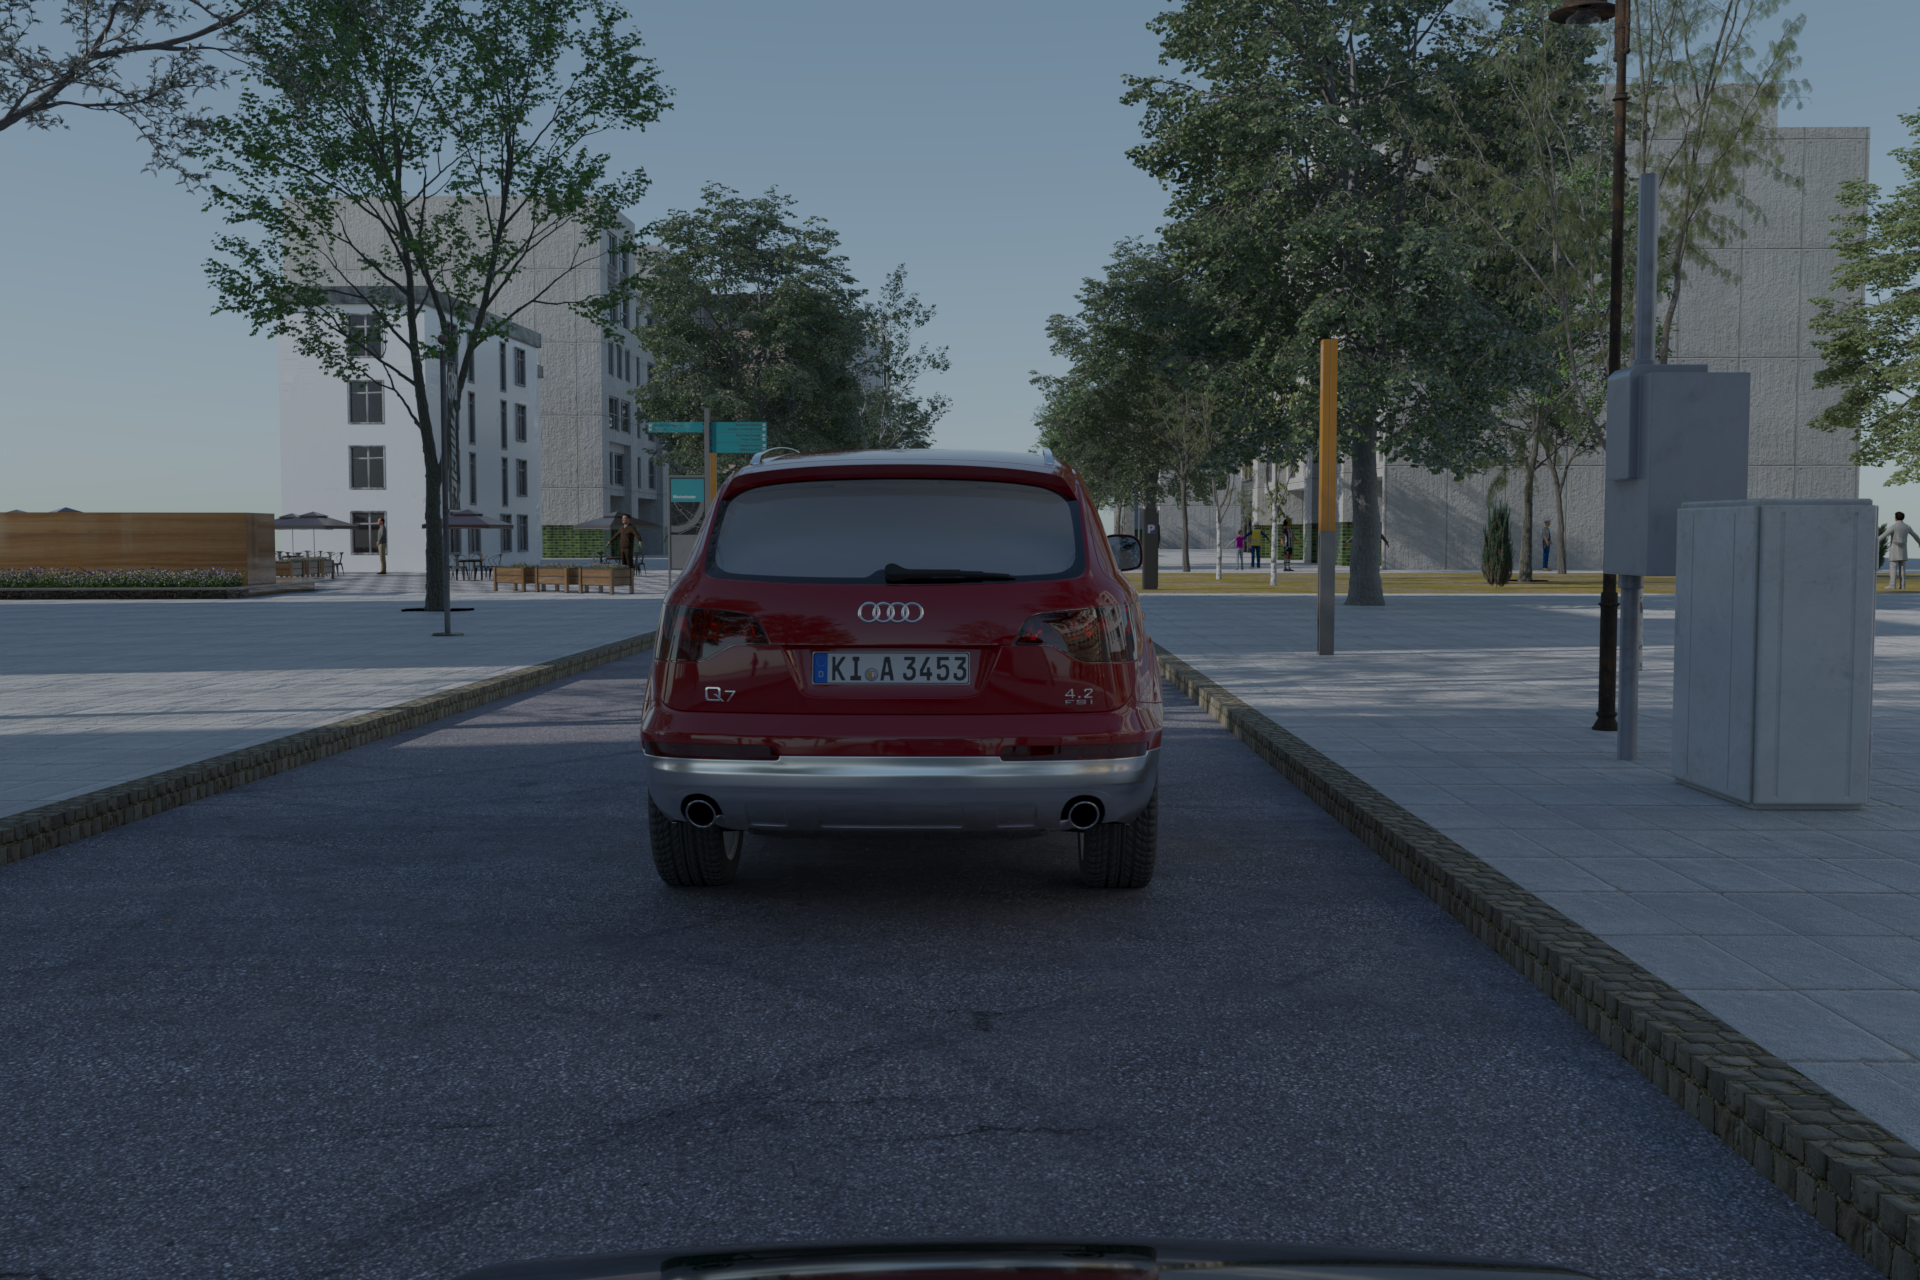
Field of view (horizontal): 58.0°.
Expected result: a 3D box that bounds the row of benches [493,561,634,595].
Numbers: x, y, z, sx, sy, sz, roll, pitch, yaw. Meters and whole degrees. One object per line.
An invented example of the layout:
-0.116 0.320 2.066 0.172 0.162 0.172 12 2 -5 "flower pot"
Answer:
-8.671 -1.376 37.958 4.104 0.672 1.422 3 4 37 "row of benches"

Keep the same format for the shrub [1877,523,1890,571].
27.473 -2.987 52.872 1.661 2.075 1.752 0 3 0 "shrub"

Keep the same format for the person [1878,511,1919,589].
21.835 -2.089 40.339 1.347 1.806 0.705 0 4 -4 "person"

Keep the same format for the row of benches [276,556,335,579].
-17.996 -1.958 47.481 1.422 0.672 4.104 0 4 -4 "row of benches"

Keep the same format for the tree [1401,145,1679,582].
15.426 -7.382 46.455 9.928 11.665 9.643 0 3 0 "tree"

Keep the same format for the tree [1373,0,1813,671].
6.365 -4.003 15.806 4.360 8.622 3.978 0 3 0 "tree"

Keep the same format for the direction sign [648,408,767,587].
-5.360 -2.976 37.412 2.525 3.948 1.411 0 4 0 "direction sign"

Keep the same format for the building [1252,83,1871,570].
23.799 -12.868 76.851 16.747 18.905 31.486 0 4 1 "building"

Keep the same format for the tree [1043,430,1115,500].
8.988 -12.099 132.224 8.767 10.594 7.601 3 5 44 "tree"

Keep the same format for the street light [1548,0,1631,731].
4.235 -2.347 11.169 0.468 5.910 1.993 0 4 1 "street light"

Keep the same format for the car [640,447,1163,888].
-0.185 0.006 8.569 2.281 1.827 5.304 0 4 1 "car"

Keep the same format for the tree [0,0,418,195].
-8.324 -6.178 11.382 12.009 13.543 11.850 0 3 0 "tree"

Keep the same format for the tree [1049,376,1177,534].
8.519 -9.778 94.276 8.767 10.594 7.601 1 4 15 "tree"

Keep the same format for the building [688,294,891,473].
-21.467 -19.564 163.853 27.936 21.610 32.646 0 4 1 "building"

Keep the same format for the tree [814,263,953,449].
-6.191 -16.318 122.688 12.611 20.169 13.585 0 3 0 "tree"

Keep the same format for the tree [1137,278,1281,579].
7.497 -6.036 49.059 4.360 8.622 3.978 0 3 0 "tree"

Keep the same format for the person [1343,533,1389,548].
11.198 -2.536 47.594 1.348 1.813 0.705 -1 4 -11 "person"

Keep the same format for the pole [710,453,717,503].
-5.483 -2.730 38.483 0.158 3.312 0.155 0 3 0 "pole"

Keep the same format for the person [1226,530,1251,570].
9.919 -3.200 61.584 0.991 1.433 0.599 -1 4 -16 "person"

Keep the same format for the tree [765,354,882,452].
-7.195 -9.129 83.679 8.767 10.594 7.601 2 4 29 "tree"

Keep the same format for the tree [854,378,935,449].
-6.713 -14.184 138.569 9.857 13.997 8.962 0 3 0 "tree"

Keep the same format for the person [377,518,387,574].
-18.462 -2.996 55.261 0.705 1.796 1.348 -1 4 -16 "person"

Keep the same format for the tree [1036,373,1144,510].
8.437 -11.123 107.611 9.928 11.665 9.643 0 3 0 "tree"

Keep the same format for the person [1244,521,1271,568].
11.030 -3.562 64.704 1.216 1.772 0.721 0 4 -4 "person"

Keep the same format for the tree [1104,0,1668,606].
7.255 -7.588 30.726 9.857 13.997 8.962 0 3 0 "tree"

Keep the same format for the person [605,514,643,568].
-8.725 -2.393 45.261 1.346 1.812 0.704 3 4 36 "person"

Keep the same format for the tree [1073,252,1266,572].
7.329 -7.575 58.267 7.601 10.594 8.767 -1 4 -12 "tree"

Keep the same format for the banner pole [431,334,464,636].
-6.481 -1.958 22.036 0.401 3.779 0.863 0 4 1 "banner pole"

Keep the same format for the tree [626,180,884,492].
-7.386 -9.492 61.856 9.857 13.997 8.962 0 3 0 "tree"

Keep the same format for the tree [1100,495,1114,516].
22.524 -19.723 232.832 12.009 13.543 11.850 0 3 0 "tree"

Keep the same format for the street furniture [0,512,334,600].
-18.745 -1.815 36.534 9.812 1.723 11.010 0 4 -5 "street furniture"

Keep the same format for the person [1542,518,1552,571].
20.504 -3.340 60.459 0.705 1.847 1.347 2 4 24 "person"

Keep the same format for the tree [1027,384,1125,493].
8.368 -11.738 117.674 9.928 11.665 9.643 0 3 0 "tree"

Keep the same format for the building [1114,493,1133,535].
28.145 -22.873 204.897 19.493 23.208 18.063 0 4 1 "building"

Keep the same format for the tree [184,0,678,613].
-8.648 -6.293 28.647 9.928 11.665 9.643 0 3 0 "tree"

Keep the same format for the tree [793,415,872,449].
-7.373 -8.642 91.658 4.360 8.622 3.978 0 3 0 "tree"

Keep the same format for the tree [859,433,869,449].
-6.607 -9.216 101.050 4.737 8.622 4.395 0 3 0 "tree"

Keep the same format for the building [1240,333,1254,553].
28.809 -17.167 111.609 19.493 23.208 18.063 0 4 1 "building"

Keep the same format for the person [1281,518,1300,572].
11.271 -3.257 59.391 0.704 1.843 1.345 3 4 36 "person"

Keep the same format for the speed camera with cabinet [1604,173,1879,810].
3.963 -0.892 8.927 0.660 3.252 2.038 0 4 1 "speed camera with cabinet"

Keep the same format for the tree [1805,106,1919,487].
25.803 -7.735 44.596 7.486 12.596 7.792 0 3 0 "tree"

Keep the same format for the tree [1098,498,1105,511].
9.136 -12.803 143.735 8.767 10.594 7.601 0 4 -3 "tree"

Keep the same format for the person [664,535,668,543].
-11.707 -3.962 71.576 1.217 1.733 0.721 1 4 18 "person"

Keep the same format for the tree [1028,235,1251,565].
7.782 -10.086 71.559 9.857 13.997 8.962 0 3 0 "tree"

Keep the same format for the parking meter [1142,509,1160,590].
4.420 -2.100 40.044 0.399 1.863 0.255 0 4 2 "parking meter"

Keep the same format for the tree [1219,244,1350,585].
8.099 -5.675 43.154 4.737 8.622 4.395 0 3 0 "tree"

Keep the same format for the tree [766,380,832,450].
-7.236 -7.479 72.651 4.360 8.622 3.978 0 3 0 "tree"

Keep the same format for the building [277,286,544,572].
-22.078 -7.993 72.836 9.099 9.664 28.070 0 4 2 "building"

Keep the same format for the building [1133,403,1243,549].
25.942 -18.173 163.580 16.747 18.905 31.486 0 4 2 "building"

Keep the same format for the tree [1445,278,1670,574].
19.418 -7.413 55.612 8.767 10.594 7.601 1 4 11 "tree"

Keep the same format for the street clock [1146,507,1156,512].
5.034 -2.510 45.613 0.358 2.002 0.471 0 3 0 "street clock"

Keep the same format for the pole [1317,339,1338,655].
3.876 -1.494 18.278 0.158 3.312 0.155 0 3 0 "pole"

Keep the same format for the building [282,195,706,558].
-26.604 -14.690 106.647 16.747 18.905 31.486 0 4 2 "building"
